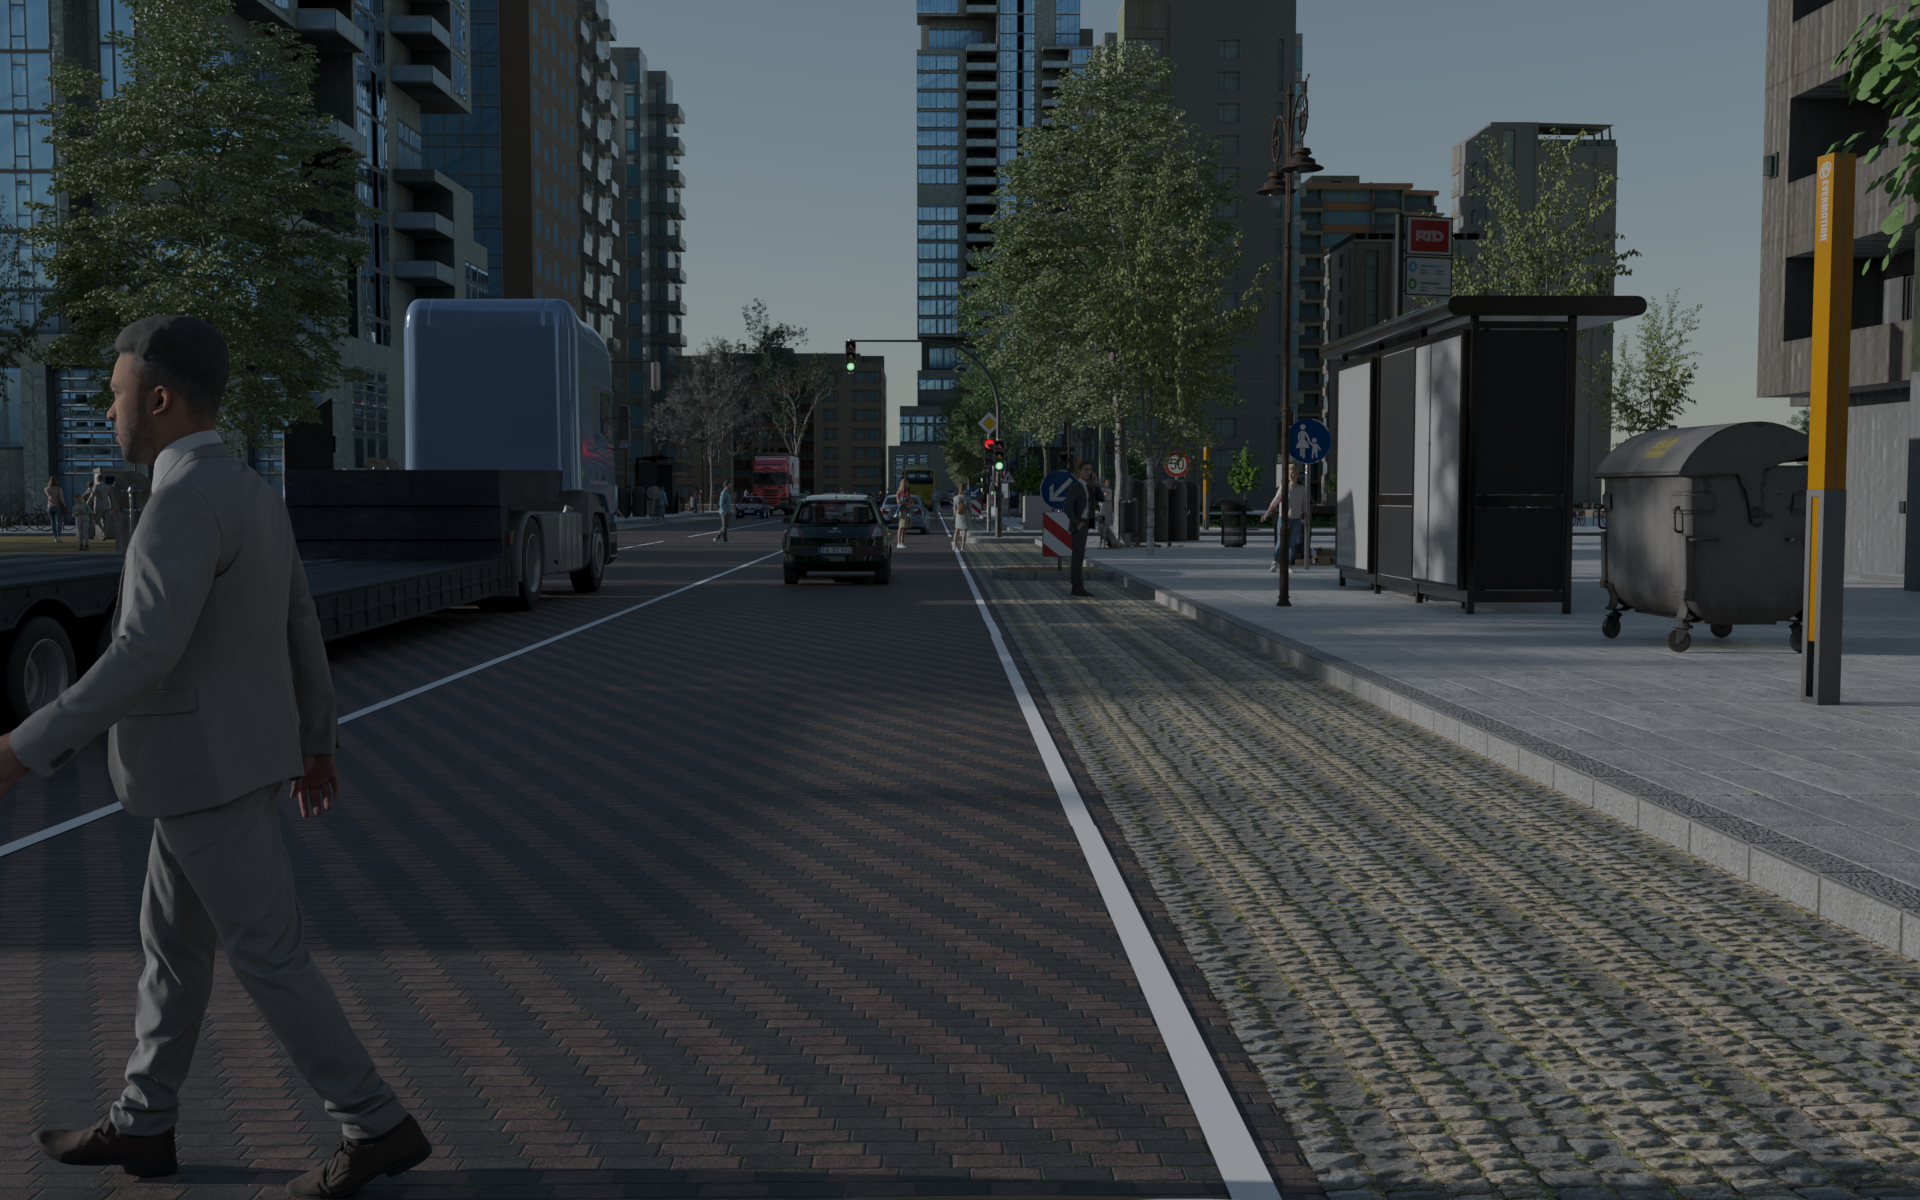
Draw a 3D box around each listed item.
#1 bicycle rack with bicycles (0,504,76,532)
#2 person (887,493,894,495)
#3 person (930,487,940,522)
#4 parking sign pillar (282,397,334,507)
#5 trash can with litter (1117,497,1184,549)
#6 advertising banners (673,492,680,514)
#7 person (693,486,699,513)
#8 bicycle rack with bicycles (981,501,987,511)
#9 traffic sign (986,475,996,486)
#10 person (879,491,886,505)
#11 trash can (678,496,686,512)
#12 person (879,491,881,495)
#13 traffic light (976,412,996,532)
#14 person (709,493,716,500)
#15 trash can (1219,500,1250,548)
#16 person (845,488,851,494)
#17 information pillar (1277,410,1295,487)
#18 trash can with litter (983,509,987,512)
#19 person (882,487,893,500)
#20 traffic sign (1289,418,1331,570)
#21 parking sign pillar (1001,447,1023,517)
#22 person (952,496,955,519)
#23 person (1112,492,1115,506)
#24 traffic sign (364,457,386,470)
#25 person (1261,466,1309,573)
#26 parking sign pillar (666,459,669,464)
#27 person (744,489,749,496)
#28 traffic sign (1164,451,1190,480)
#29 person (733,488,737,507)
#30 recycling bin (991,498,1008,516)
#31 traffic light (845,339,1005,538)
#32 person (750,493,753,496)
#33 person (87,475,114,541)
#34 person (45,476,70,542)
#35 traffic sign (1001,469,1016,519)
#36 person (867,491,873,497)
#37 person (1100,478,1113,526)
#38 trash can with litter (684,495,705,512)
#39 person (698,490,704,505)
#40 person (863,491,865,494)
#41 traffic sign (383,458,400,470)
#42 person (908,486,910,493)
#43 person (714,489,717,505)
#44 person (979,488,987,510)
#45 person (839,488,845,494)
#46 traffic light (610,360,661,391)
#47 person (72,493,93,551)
[{"bbox_3d":[-32.049,-2.825,59.578,2.925,0.926,2.852,-2,4,-24],"label":"bicycle rack with bicycles"},{"bbox_3d":[-4.494,-6.341,112.363,0.721,1.800,0.419,-3,4,-38],"label":"person"},{"bbox_3d":[-1.309,-4.824,87.566,0.606,1.804,0.583,3,5,43],"label":"person"},{"bbox_3d":[-18.070,-3.641,48.009,1.447,3.967,1.447,-2,4,-30],"label":"parking sign pillar"},{"bbox_3d":[4.470,-1.878,41.763,2.233,1.210,1.678,-1,4,-16],"label":"trash can with litter"},{"bbox_3d":[-19.208,-7.095,112.198,2.074,3.025,0.090,0,4,1],"label":"advertising banners"},{"bbox_3d":[-17.914,-6.821,117.573,0.388,1.821,0.555,0,4,8],"label":"person"},{"bbox_3d":[2.907,-7.216,131.358,2.852,0.926,2.925,-2,4,-33],"label":"bicycle rack with bicycles"},{"bbox_3d":[1.976,-6.887,112.707,0.768,2.556,0.104,0,4,4],"label":"traffic sign"},{"bbox_3d":[-7.739,-10.067,173.648,0.990,1.755,0.434,-3,5,-39],"label":"person"},{"bbox_3d":[-19.952,-6.859,123.799,0.748,1.137,0.748,0,3,0],"label":"trash can"},{"bbox_3d":[-9.441,-11.996,205.187,0.990,1.755,0.434,-3,4,-36],"label":"person"},{"bbox_3d":[0.978,-4.294,59.133,0.839,4.253,0.868,0,4,-1],"label":"traffic light"},{"bbox_3d":[-25.623,-10.417,179.545,0.799,1.438,0.628,0,4,2],"label":"person"},{"bbox_3d":[6.585,-1.833,41.621,0.748,1.137,0.748,0,3,0],"label":"trash can"},{"bbox_3d":[-8.006,-6.981,122.553,0.656,1.842,0.836,-3,4,-36],"label":"person"},{"bbox_3d":[9.078,-3.480,48.254,0.504,3.616,0.183,2,4,27],"label":"information pillar"},{"bbox_3d":[2.417,-7.011,125.689,1.678,1.210,2.233,-1,4,-19],"label":"trash can with litter"},{"bbox_3d":[-3.534,-4.665,84.949,0.590,1.801,0.661,0,4,-7],"label":"person"},{"bbox_3d":[5.875,-1.785,29.290,0.768,2.556,0.104,0,4,6],"label":"traffic sign"},{"bbox_3d":[3.101,-6.714,98.244,1.447,3.967,1.447,0,4,8],"label":"parking sign pillar"},{"bbox_3d":[-0.212,-5.355,100.309,0.590,1.304,0.306,-1,4,-20],"label":"person"},{"bbox_3d":[12.083,-7.727,135.634,1.065,1.426,0.557,0,4,-1],"label":"person"},{"bbox_3d":[-20.105,-3.633,59.513,0.768,2.556,0.104,0,4,3],"label":"traffic sign"},{"bbox_3d":[5.260,-1.318,28.262,0.731,1.740,0.598,-1,4,-15],"label":"person"},{"bbox_3d":[-20.363,-8.027,119.712,1.447,3.967,1.447,0,4,-4],"label":"parking sign pillar"},{"bbox_3d":[-25.171,-12.114,203.970,0.709,1.838,0.599,0,4,5],"label":"person"},{"bbox_3d":[6.453,-3.148,51.570,0.768,2.556,0.104,0,4,2],"label":"traffic sign"},{"bbox_3d":[-21.707,-9.871,167.432,0.705,1.824,1.348,0,4,2],"label":"person"},{"bbox_3d":[2.304,-5.398,100.804,0.722,1.027,0.722,3,5,45],"label":"recycling bin"},{"bbox_3d":[-0.975,-4.667,50.972,4.771,5.953,1.251,0,4,-1],"label":"traffic light"},{"bbox_3d":[-25.056,-12.189,208.557,0.991,1.433,0.599,-1,4,-15],"label":"person"},{"bbox_3d":[-23.527,-2.521,47.375,0.853,1.813,0.709,1,4,21],"label":"person"},{"bbox_3d":[-24.110,-2.420,46.201,0.593,1.750,0.643,0,4,-6],"label":"person"},{"bbox_3d":[2.471,-5.415,88.538,0.884,2.594,0.081,0,4,7],"label":"traffic sign"},{"bbox_3d":[-9.107,-9.997,172.464,1.217,1.766,0.721,2,4,30],"label":"person"},{"bbox_3d":[4.359,-2.718,51.050,0.480,1.755,0.524,-3,4,-37],"label":"person"},{"bbox_3d":[-19.574,-7.003,125.564,2.233,1.210,1.678,2,4,28],"label":"trash can with litter"},{"bbox_3d":[-30.598,-12.106,204.530,0.434,1.755,0.990,3,5,41],"label":"person"},{"bbox_3d":[-10.413,-10.902,187.464,1.217,1.736,0.721,-2,4,-30],"label":"person"},{"bbox_3d":[-20.179,-3.737,61.207,0.768,2.556,0.104,0,4,5],"label":"traffic sign"},{"bbox_3d":[-2.710,-4.975,89.831,0.713,1.824,0.794,0,4,-6],"label":"person"},{"bbox_3d":[-29.348,-12.360,208.065,0.705,1.831,1.348,-1,4,-15],"label":"person"},{"bbox_3d":[1.762,-8.390,143.318,1.348,1.812,0.705,-1,4,-22],"label":"person"},{"bbox_3d":[-6.817,-5.562,99.671,0.478,1.798,0.641,1,4,15],"label":"person"},{"bbox_3d":[-12.590,-5.153,58.921,4.771,5.953,1.251,0,4,-1],"label":"traffic light"},{"bbox_3d":[-19.932,-1.775,39.338,0.425,1.301,0.394,-2,4,-27],"label":"person"}]
